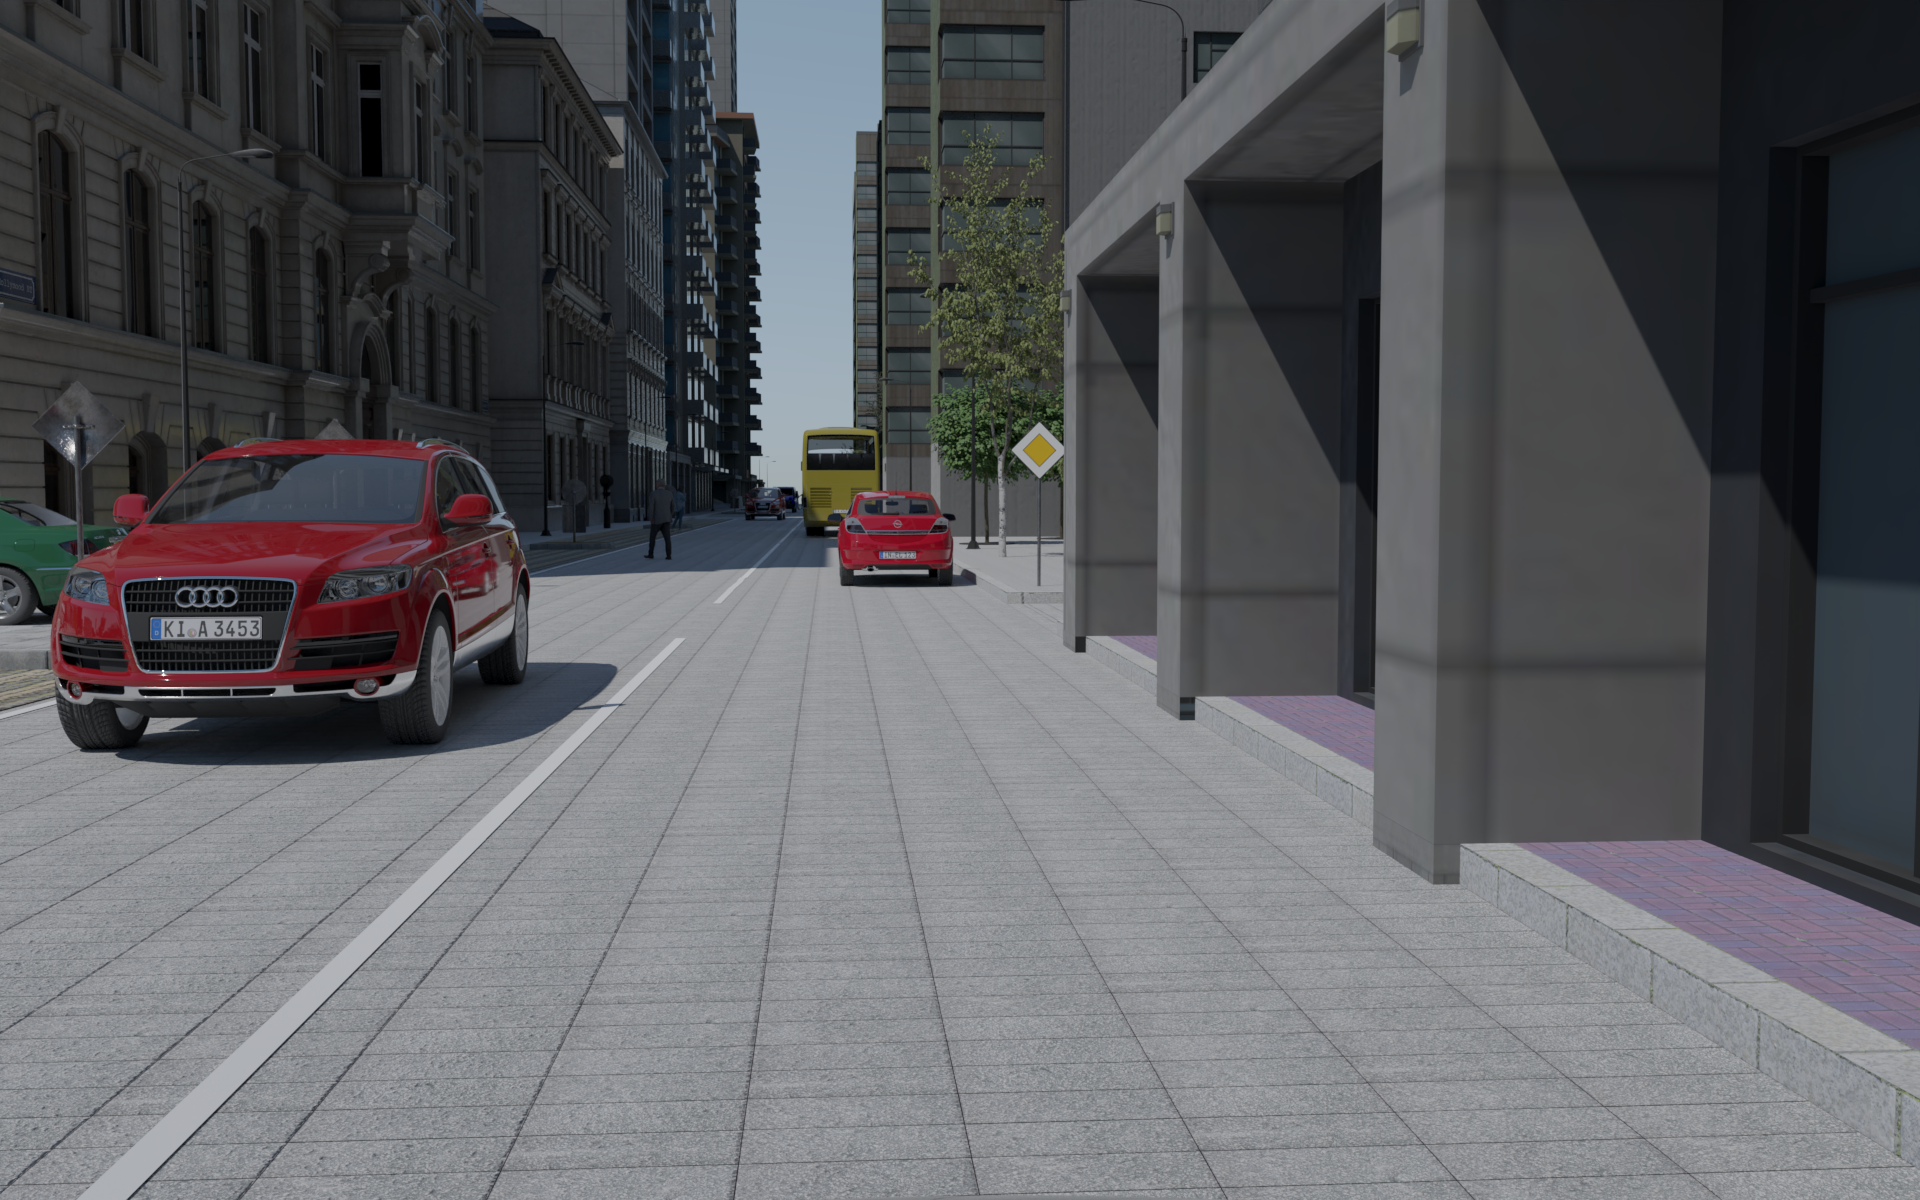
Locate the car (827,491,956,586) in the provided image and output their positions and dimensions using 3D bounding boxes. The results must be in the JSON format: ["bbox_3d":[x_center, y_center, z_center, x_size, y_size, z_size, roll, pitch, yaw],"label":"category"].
[{"bbox_3d":[-1.106,-1.192,28.531,2.155,1.783,4.494,0,4,-4],"label":"car"}]

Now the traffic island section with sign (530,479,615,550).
[{"bbox_3d":[-10.087,-2.241,45.263,1.989,1.847,2.006,0,4,-4],"label":"traffic island section with sign"}]

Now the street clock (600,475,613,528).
[{"bbox_3d":[-13.187,-3.675,64.653,0.471,2.002,0.358,2,4,26],"label":"street clock"}]

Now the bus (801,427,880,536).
[{"bbox_3d":[-4.351,-4.333,62.393,2.896,3.916,12.252,0,4,-5],"label":"bus"}]

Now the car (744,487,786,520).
[{"bbox_3d":[-10.745,-5.330,95.817,2.281,1.827,5.304,0,4,-3],"label":"car"}]

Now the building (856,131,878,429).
[{"bbox_3d":[-4.898,-31.499,198.607,14.154,41.232,14.086,0,4,-4],"label":"building"}]

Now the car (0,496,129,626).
[{"bbox_3d":[-11.876,-0.471,19.506,4.920,1.459,2.131,0,4,-6],"label":"car"}]

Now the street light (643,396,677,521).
[{"bbox_3d":[-14.324,-6.694,81.987,1.470,5.913,1.316,0,4,-4],"label":"street light"}]

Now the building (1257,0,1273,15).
[{"bbox_3d":[20.962,-25.312,33.468,30.456,49.044,23.786,0,4,-4],"label":"building"}]

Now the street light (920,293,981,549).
[{"bbox_3d":[-0.230,-4.133,40.116,1.470,5.913,1.316,0,4,-4],"label":"street light"}]

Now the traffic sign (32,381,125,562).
[{"bbox_3d":[-7.823,-0.719,15.400,0.795,2.450,0.064,0,4,-4],"label":"traffic sign"}]

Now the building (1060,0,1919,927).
[{"bbox_3d":[11.921,-34.648,4.746,20.563,71.187,20.611,0,4,-4],"label":"building"}]

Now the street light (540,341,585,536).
[{"bbox_3d":[-12.101,-4.905,52.742,1.470,5.913,1.316,0,4,-4],"label":"street light"}]

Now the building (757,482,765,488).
[{"bbox_3d":[-43.825,-33.711,243.053,32.217,40.220,23.993,0,4,-4],"label":"building"}]

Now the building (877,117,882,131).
[{"bbox_3d":[-0.774,-36.809,221.437,23.786,49.044,30.456,0,4,-4],"label":"building"}]

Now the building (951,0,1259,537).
[{"bbox_3d":[5.897,-17.527,58.264,14.160,30.474,14.107,0,4,-4],"label":"building"}]

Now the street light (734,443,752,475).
[{"bbox_3d":[-20.092,-11.385,158.685,1.470,5.913,1.316,0,4,-4],"label":"street light"}]

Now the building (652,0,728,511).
[{"bbox_3d":[-30.383,-31.380,132.664,23.786,49.044,30.456,0,4,-4],"label":"building"}]

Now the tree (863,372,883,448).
[{"bbox_3d":[-2.988,-8.861,95.236,4.360,8.622,3.978,0,3,0],"label":"tree"}]

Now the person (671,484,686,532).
[{"bbox_3d":[-10.622,-3.460,65.329,0.793,1.790,0.793,1,4,13],"label":"person"}]

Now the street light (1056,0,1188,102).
[{"bbox_3d":[1.520,-2.660,16.029,1.470,5.913,1.316,0,4,-4],"label":"street light"}]

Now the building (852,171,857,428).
[{"bbox_3d":[-4.508,-38.157,247.562,21.300,48.544,21.600,0,4,-4],"label":"building"}]

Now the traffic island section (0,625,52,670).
[{"bbox_3d":[-7.846,0.417,15.460,2.009,0.180,2.903,0,4,-4],"label":"traffic island section"}]

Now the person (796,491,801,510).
[{"bbox_3d":[-14.932,-9.135,158.525,0.621,1.740,0.551,1,4,12],"label":"person"}]

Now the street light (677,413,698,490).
[{"bbox_3d":[-15.738,-7.762,99.447,1.470,5.913,1.316,0,4,-4],"label":"street light"}]

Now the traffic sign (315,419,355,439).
[{"bbox_3d":[-8.421,-1.206,23.363,0.795,2.450,0.064,0,4,-4],"label":"traffic sign"}]

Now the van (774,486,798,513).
[{"bbox_3d":[-13.627,-7.926,133.972,2.240,2.365,5.245,0,4,-3],"label":"van"}]

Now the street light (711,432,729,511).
[{"bbox_3d":[-17.850,-9.551,128.701,1.470,5.913,1.316,0,4,-4],"label":"street light"}]

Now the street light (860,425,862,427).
[{"bbox_3d":[-5.997,-8.813,116.631,1.470,5.913,1.316,0,4,-4],"label":"street light"}]

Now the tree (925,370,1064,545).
[{"bbox_3d":[0.757,-3.698,44.176,4.285,4.588,4.351,0,3,0],"label":"tree"}]

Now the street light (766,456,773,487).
[{"bbox_3d":[-24.114,-14.716,213.146,1.470,5.913,1.316,0,4,-4],"label":"street light"}]

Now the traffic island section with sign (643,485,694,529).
[{"bbox_3d":[-12.118,-3.885,72.142,1.989,1.847,2.006,0,4,-4],"label":"traffic island section with sign"}]

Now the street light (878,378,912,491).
[{"bbox_3d":[-2.516,-5.921,69.357,1.470,5.913,1.316,0,4,-4],"label":"street light"}]

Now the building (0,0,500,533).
[{"bbox_3d":[-19.210,-13.446,38.934,14.460,24.649,34.723,0,4,-4],"label":"building"}]

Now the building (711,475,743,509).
[{"bbox_3d":[-36.782,-28.624,159.885,32.217,40.220,23.993,0,4,-4],"label":"building"}]

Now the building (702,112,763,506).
[{"bbox_3d":[-33.650,-33.017,194.460,22.147,44.769,28.867,0,4,-4],"label":"building"}]

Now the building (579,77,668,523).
[{"bbox_3d":[-20.058,-14.437,85.189,9.793,20.994,18.267,0,4,-4],"label":"building"}]

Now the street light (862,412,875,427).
[{"bbox_3d":[-4.702,-7.710,98.605,1.470,5.913,1.316,0,4,-4],"label":"street light"}]

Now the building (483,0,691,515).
[{"bbox_3d":[-27.481,-40.857,106.271,20.563,71.187,20.611,0,4,-4],"label":"building"}]

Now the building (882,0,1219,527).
[{"bbox_3d":[3.337,-18.891,80.572,14.160,30.474,14.107,0,4,-4],"label":"building"}]

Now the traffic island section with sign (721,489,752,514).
[{"bbox_3d":[-15.957,-7.008,123.202,1.989,1.847,2.006,0,4,-4],"label":"traffic island section with sign"}]

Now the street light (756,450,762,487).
[{"bbox_3d":[-21.796,-12.892,183.319,1.470,5.913,1.316,0,4,-4],"label":"street light"}]

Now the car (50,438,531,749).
[{"bbox_3d":[-4.154,-0.173,11.499,2.281,1.827,5.304,0,4,-6],"label":"car"}]

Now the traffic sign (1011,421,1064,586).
[{"bbox_3d":[1.098,-1.248,24.055,0.795,2.450,0.064,0,4,-4],"label":"traffic sign"}]

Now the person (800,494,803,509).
[{"bbox_3d":[-14.908,-9.468,164.121,1.217,1.723,0.721,1,4,16],"label":"person"}]

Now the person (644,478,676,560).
[{"bbox_3d":[-6.603,-1.780,37.999,0.661,1.777,0.834,-3,5,-44],"label":"person"}]

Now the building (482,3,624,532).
[{"bbox_3d":[-19.300,-12.348,66.510,10.561,19.102,19.286,0,4,-4],"label":"building"}]

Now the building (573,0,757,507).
[{"bbox_3d":[-36.266,-47.719,218.461,20.563,71.187,20.611,0,4,-4],"label":"building"}]

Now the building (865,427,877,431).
[{"bbox_3d":[2.601,-51.735,158.531,22.319,86.520,31.000,0,4,-4],"label":"building"}]

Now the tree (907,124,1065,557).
[{"bbox_3d":[0.899,-5.159,34.708,4.737,8.622,4.395,0,3,0],"label":"tree"}]

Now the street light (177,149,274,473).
[{"bbox_3d":[-9.936,-3.113,23.435,1.470,5.913,1.316,0,4,-4],"label":"street light"}]
